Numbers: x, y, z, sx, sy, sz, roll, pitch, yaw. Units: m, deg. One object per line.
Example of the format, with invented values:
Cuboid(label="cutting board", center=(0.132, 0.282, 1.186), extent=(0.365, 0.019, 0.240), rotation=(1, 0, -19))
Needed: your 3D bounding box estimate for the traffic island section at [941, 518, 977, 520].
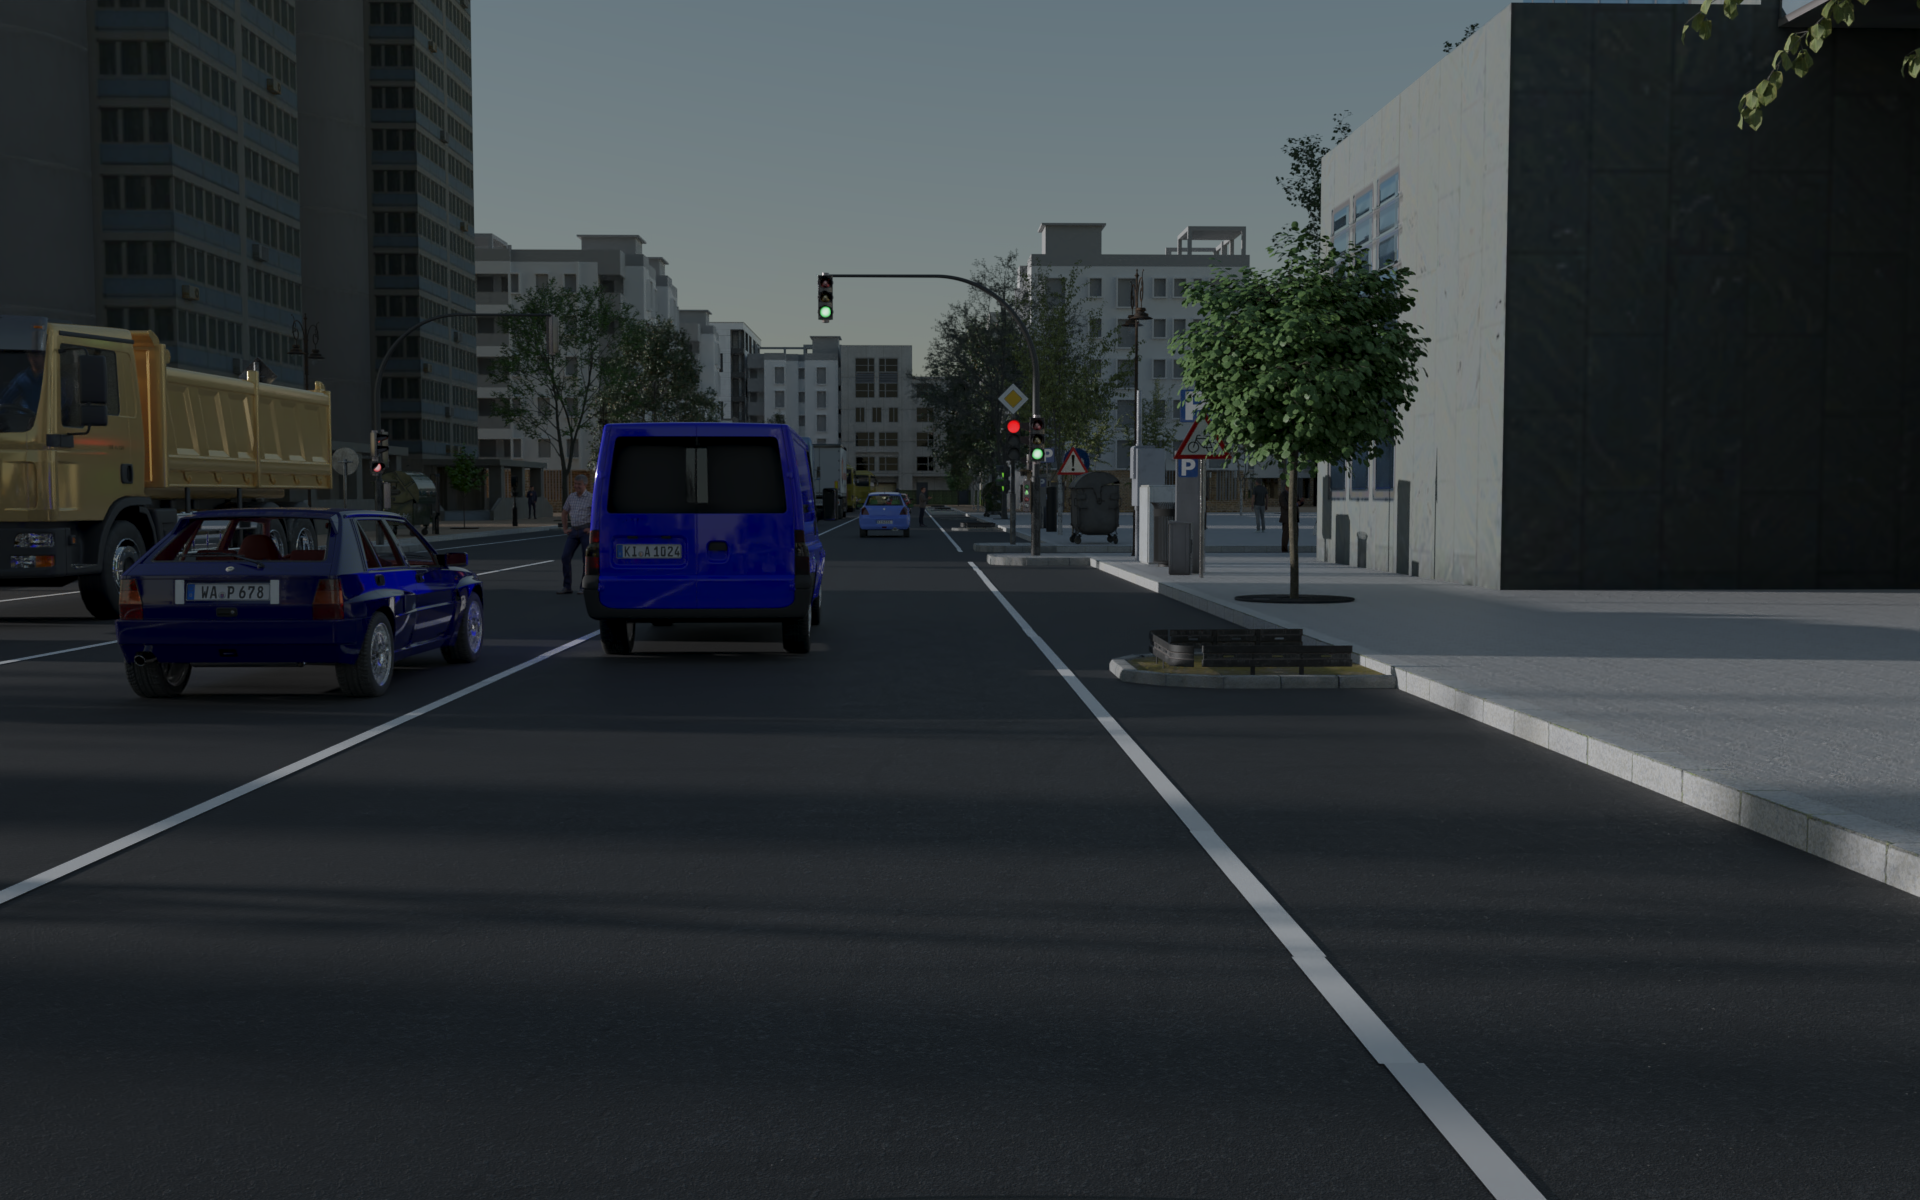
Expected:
Cuboid(label="traffic island section", center=(-0.084, -4.475, 96.039), extent=(1.991, 0.108, 1.994), rotation=(0, 4, -2))

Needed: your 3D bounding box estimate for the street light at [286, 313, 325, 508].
Cuboid(label="street light", center=(-16.711, -4.379, 44.387), extent=(0.468, 5.910, 1.993), rotation=(0, 4, -2))

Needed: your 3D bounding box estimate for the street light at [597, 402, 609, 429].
Cuboid(label="street light", center=(-17.912, -6.994, 87.139), extent=(0.468, 5.910, 1.993), rotation=(0, 4, -2))

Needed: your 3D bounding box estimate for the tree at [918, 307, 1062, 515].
Cuboid(label="tree", center=(2.070, -11.603, 106.714), extent=(9.611, 12.733, 9.660), rotation=(0, 3, 0))

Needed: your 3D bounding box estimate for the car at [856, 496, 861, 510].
Cuboid(label="car", center=(-10.229, -9.226, 160.631), extent=(2.009, 1.686, 4.222), rotation=(0, 4, -2))

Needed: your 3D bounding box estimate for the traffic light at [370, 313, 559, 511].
Cuboid(label="traffic light", center=(-12.518, -4.219, 43.651), extent=(4.771, 5.953, 1.251), rotation=(0, 4, -2))

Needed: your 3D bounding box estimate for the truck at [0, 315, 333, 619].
Cuboid(label="truck", center=(-10.837, -1.591, 21.937), extent=(3.469, 3.379, 9.791), rotation=(0, 4, -1))

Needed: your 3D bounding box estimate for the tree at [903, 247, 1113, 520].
Cuboid(label="tree", center=(2.214, -10.815, 87.195), extent=(12.009, 13.543, 11.850), rotation=(0, 3, 0))

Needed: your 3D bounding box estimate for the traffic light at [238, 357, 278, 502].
Cuboid(label="traffic light", center=(-14.382, -2.854, 35.576), extent=(0.839, 4.253, 0.868), rotation=(0, 4, -2))

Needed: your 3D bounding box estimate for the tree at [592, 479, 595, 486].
Cuboid(label="tree", center=(-24.245, -7.521, 117.564), extent=(1.663, 3.219, 1.824), rotation=(0, 3, 0))

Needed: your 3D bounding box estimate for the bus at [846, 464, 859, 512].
Cuboid(label="bus", center=(-9.751, -9.092, 140.195), extent=(2.896, 3.916, 12.252), rotation=(0, 4, -2))

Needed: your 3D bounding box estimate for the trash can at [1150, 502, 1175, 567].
Cuboid(label="trash can", center=(3.732, -1.162, 30.653), extent=(0.748, 1.137, 0.748), rotation=(0, 3, 0))

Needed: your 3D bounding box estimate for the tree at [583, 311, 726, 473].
Cuboid(label="tree", center=(-19.162, -11.748, 109.080), extent=(9.611, 12.733, 9.660), rotation=(0, 3, 0))

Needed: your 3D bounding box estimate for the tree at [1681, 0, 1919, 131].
Cuboid(label="tree", center=(4.492, -3.468, 7.065), extent=(4.737, 8.622, 4.395), rotation=(0, 3, 0))

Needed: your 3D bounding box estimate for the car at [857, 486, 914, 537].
Cuboid(label="car", center=(-2.530, -2.993, 58.527), extent=(1.945, 1.707, 3.694), rotation=(0, 4, -2))

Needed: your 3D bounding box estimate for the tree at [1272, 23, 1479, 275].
Cuboid(label="tree", center=(19.016, -13.230, 72.195), extent=(12.611, 20.169, 13.585), rotation=(0, 3, 0))

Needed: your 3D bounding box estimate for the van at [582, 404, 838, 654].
Cuboid(label="van", center=(-2.359, -0.782, 17.172), extent=(2.240, 2.365, 5.245), rotation=(0, 4, -3))

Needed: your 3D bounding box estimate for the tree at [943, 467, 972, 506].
Cuboid(label="tree", center=(-0.266, -12.212, 183.371), extent=(4.285, 4.588, 4.351), rotation=(0, 3, 0))

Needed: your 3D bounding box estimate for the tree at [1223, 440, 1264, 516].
Cuboid(label="tree", center=(16.461, -9.256, 101.696), extent=(4.360, 8.622, 3.978), rotation=(0, 3, 0))

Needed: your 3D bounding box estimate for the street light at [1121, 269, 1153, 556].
Cuboid(label="street light", center=(3.634, -3.850, 35.731), extent=(0.468, 5.910, 1.993), rotation=(0, 4, -2))

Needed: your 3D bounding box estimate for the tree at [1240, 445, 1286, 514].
Cuboid(label="tree", center=(21.043, -12.317, 111.746), extent=(12.009, 13.543, 11.850), rotation=(0, 3, 0))

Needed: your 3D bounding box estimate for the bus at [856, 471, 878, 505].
Cuboid(label="bus", center=(-10.308, -11.609, 181.350), extent=(2.896, 3.916, 12.252), rotation=(0, 4, 0))

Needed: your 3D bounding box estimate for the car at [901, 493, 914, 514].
Cuboid(label="car", center=(-4.520, -7.281, 128.091), extent=(2.155, 1.783, 4.494), rotation=(0, 4, 0))

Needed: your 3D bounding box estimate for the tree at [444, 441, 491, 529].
Cuboid(label="tree", center=(-18.110, -4.225, 63.672), extent=(1.663, 3.219, 1.824), rotation=(0, 3, 0))

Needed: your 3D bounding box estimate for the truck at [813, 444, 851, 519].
Cuboid(label="truck", center=(-8.010, -6.932, 102.252), extent=(2.839, 4.237, 11.283), rotation=(0, 4, -2))

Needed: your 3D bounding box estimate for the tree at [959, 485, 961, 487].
Cuboid(label="tree", center=(1.352, -10.489, 121.859), extent=(4.737, 8.622, 4.395), rotation=(0, 3, 0))

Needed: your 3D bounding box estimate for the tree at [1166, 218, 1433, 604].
Cuboid(label="tree", center=(4.109, -2.273, 20.873), extent=(4.285, 4.588, 4.351), rotation=(0, 3, 0))

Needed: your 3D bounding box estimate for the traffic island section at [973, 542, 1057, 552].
Cuboid(label="traffic island section", center=(1.369, -1.337, 44.134), extent=(2.009, 0.180, 2.903), rotation=(0, 4, -2))

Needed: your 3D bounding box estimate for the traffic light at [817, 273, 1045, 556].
Cuboid(label="traffic light", center=(-0.536, -3.741, 35.837), extent=(4.771, 5.953, 1.251), rotation=(0, 4, -2))

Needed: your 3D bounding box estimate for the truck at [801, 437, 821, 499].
Cuboid(label="truck", center=(-7.842, -5.262, 75.800), extent=(2.967, 4.110, 18.799), rotation=(0, 4, -3))

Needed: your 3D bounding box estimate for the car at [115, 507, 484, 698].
Cuboid(label="car", center=(-4.959, -0.059, 13.542), extent=(1.945, 1.354, 3.894), rotation=(0, 4, -1))

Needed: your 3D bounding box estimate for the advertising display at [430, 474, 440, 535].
Cuboid(label="advertising display", center=(-16.737, -3.059, 55.233), extent=(0.123, 1.923, 0.974), rotation=(-2, 4, -27))

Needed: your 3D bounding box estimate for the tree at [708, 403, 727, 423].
Cuboid(label="tree", center=(-19.152, -10.995, 130.125), extent=(4.737, 8.622, 4.395), rotation=(0, 3, 0))

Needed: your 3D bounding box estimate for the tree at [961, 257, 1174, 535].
Cuboid(label="tree", center=(3.347, -6.349, 54.169), extent=(4.737, 8.622, 4.395), rotation=(0, 3, 0))

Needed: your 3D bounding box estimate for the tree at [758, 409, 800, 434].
Cuboid(label="tree", center=(-20.501, -15.559, 188.806), extent=(7.601, 10.594, 8.767), rotation=(0, 4, 5))

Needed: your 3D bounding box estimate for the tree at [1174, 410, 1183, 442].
Cuboid(label="tree", center=(11.764, -9.627, 107.762), extent=(4.737, 8.622, 4.395), rotation=(0, 3, 0))

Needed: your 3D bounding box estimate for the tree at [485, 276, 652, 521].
Cuboid(label="tree", center=(-18.592, -9.544, 81.800), extent=(9.928, 11.665, 9.643), rotation=(0, 3, 0))

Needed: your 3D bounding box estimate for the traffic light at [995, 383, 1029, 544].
Cuboid(label="traffic light", center=(1.328, -3.370, 44.019), extent=(0.839, 4.253, 0.868), rotation=(0, 4, -2))

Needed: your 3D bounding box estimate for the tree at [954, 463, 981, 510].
Cuboid(label="tree", center=(1.081, -11.732, 142.172), extent=(4.360, 8.622, 3.978), rotation=(0, 3, 0))

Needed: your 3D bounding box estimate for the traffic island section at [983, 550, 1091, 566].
Cuboid(label="traffic island section", center=(1.592, -0.848, 36.152), extent=(2.009, 0.180, 2.903), rotation=(0, 4, -2))
